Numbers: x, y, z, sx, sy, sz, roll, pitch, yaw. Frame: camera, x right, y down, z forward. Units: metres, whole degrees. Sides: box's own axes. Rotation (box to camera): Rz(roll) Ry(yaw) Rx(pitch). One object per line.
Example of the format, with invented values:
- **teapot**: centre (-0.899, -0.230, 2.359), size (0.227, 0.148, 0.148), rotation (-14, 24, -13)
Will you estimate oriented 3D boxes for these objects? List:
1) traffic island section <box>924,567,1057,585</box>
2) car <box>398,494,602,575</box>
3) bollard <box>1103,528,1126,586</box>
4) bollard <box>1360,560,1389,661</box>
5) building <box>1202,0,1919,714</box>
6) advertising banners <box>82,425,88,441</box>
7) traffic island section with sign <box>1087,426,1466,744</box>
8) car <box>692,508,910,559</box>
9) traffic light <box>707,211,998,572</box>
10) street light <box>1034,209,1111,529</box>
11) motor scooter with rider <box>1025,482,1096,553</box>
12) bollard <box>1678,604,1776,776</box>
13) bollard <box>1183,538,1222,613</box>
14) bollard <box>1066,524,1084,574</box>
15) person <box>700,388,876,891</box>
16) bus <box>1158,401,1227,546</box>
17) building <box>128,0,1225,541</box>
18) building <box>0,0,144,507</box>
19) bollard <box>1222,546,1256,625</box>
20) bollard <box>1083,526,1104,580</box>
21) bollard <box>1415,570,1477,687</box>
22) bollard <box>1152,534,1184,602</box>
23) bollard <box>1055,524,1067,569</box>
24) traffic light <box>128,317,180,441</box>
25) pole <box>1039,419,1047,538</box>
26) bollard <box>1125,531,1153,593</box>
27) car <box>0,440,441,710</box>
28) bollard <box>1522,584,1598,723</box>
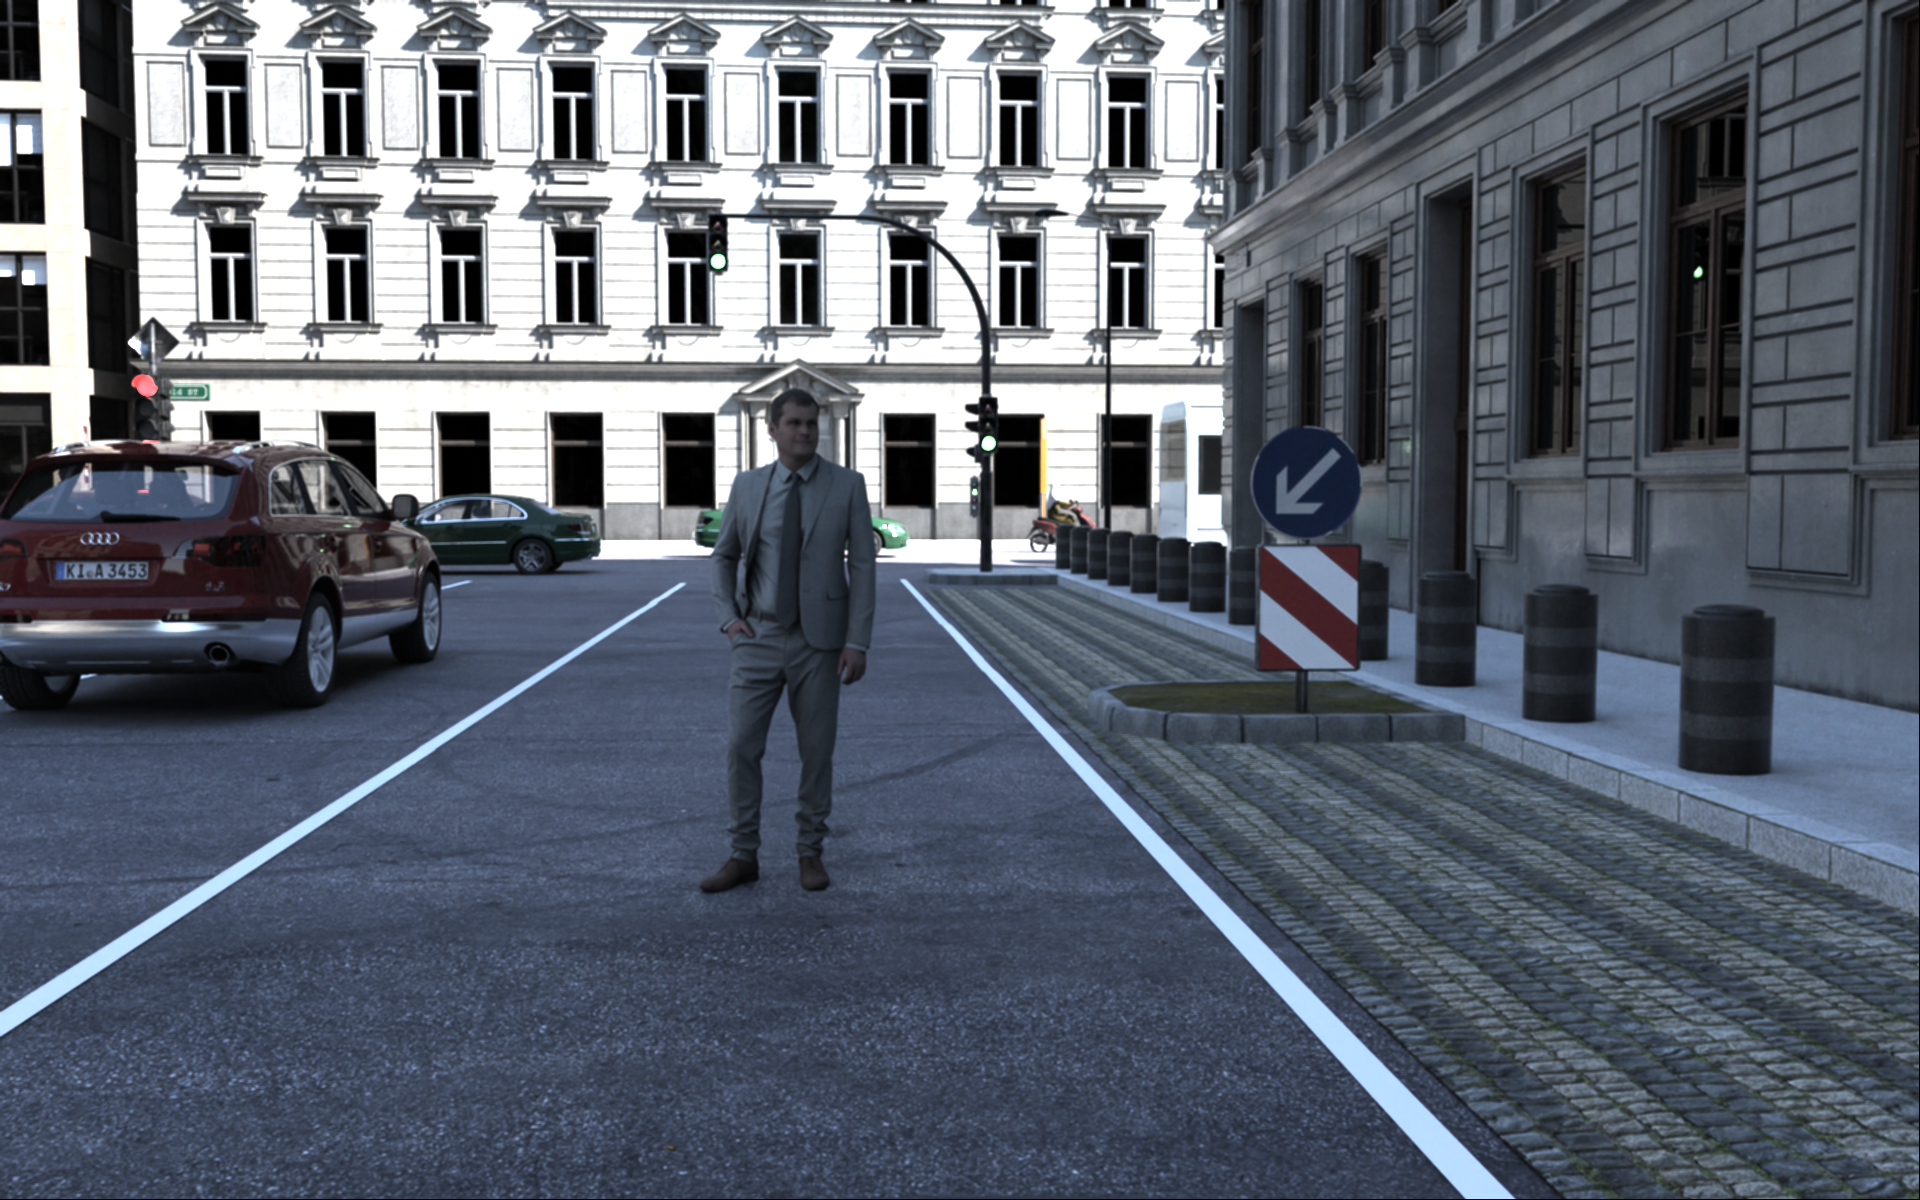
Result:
- **traffic island section**: centre (0.445, -0.391, 28.681), size (2.009, 0.180, 2.903), rotation (0, 4, -5)
- **car**: centre (-9.001, -1.198, 31.390), size (4.920, 1.459, 2.131), rotation (0, 4, -5)
- **bollard**: centre (2.275, -0.589, 24.344), size (0.404, 0.777, 0.398), rotation (0, 3, 0)
- **bollard**: centre (3.134, 0.076, 13.482), size (0.404, 0.777, 0.398), rotation (0, 3, 0)
- **building**: centre (9.923, -11.088, 17.450), size (11.583, 22.565, 21.152), rotation (0, 4, -5)
- **advertising banners**: centre (-22.508, -2.984, 44.984), size (0.090, 3.025, 2.074), rotation (-1, 4, -15)
- **traffic island section with sign**: centre (1.851, -0.136, 10.845), size (1.989, 1.847, 2.006), rotation (0, 4, -5)
- **car**: centre (-3.604, -1.689, 39.411), size (4.920, 1.459, 2.131), rotation (0, 4, -6)
- **traffic light**: centre (-1.674, -3.278, 28.258), size (4.771, 5.953, 1.251), rotation (0, 4, -5)
- **street light**: centre (1.898, -3.418, 28.420), size (1.470, 5.913, 1.316), rotation (0, 4, -5)
- **motor scooter with rider**: centre (2.589, -2.046, 42.423), size (1.986, 1.779, 0.876), rotation (0, 4, -6)
- **bollard**: centre (3.568, 0.407, 8.062), size (0.404, 0.777, 0.398), rotation (0, 3, 0)
- **bollard**: centre (2.706, -0.257, 18.920), size (0.404, 0.777, 0.398), rotation (0, 3, 0)
- **bollard**: centre (1.986, -0.810, 27.960), size (0.404, 0.777, 0.398), rotation (0, 3, 0)
- **person**: centre (-0.625, 0.137, 6.352), size (0.635, 1.810, 0.391), rotation (0, 4, -2)
- **bus**: centre (10.866, -2.497, 35.681), size (13.247, 3.499, 2.948), rotation (0, 4, -6)
- **building**: centre (-0.961, -17.028, 54.829), size (44.131, 29.872, 17.030), rotation (0, 4, -5)
- **building**: centre (-41.068, -15.230, 53.521), size (34.151, 26.468, 19.350), rotation (0, 4, -5)
- **bollard**: centre (2.853, -0.146, 17.097), size (0.404, 0.777, 0.398), rotation (0, 3, 0)
- **bollard**: centre (2.130, -0.699, 26.152), size (0.404, 0.777, 0.398), rotation (0, 3, 0)
- **bollard**: centre (3.277, 0.186, 11.679), size (0.404, 0.777, 0.398), rotation (0, 3, 0)
- **bollard**: centre (2.563, -0.367, 20.723), size (0.404, 0.777, 0.398), rotation (0, 3, 0)
- **bollard**: centre (1.840, -0.920, 29.763), size (0.404, 0.777, 0.398), rotation (0, 3, 0)
- **traffic light**: centre (-12.764, -2.360, 27.506), size (0.839, 4.253, 0.868), rotation (0, 4, -5)
- **pole**: centre (2.256, -3.254, 47.040), size (0.158, 3.312, 0.155), rotation (0, 3, 0)
- **bollard**: centre (2.418, -0.478, 22.526), size (0.404, 0.777, 0.398), rotation (0, 3, 0)
- **car**: centre (-5.406, -0.271, 13.096), size (2.281, 1.827, 5.304), rotation (0, 4, -4)
- **bollard**: centre (3.421, 0.296, 9.875), size (0.404, 0.777, 0.398), rotation (0, 3, 0)
